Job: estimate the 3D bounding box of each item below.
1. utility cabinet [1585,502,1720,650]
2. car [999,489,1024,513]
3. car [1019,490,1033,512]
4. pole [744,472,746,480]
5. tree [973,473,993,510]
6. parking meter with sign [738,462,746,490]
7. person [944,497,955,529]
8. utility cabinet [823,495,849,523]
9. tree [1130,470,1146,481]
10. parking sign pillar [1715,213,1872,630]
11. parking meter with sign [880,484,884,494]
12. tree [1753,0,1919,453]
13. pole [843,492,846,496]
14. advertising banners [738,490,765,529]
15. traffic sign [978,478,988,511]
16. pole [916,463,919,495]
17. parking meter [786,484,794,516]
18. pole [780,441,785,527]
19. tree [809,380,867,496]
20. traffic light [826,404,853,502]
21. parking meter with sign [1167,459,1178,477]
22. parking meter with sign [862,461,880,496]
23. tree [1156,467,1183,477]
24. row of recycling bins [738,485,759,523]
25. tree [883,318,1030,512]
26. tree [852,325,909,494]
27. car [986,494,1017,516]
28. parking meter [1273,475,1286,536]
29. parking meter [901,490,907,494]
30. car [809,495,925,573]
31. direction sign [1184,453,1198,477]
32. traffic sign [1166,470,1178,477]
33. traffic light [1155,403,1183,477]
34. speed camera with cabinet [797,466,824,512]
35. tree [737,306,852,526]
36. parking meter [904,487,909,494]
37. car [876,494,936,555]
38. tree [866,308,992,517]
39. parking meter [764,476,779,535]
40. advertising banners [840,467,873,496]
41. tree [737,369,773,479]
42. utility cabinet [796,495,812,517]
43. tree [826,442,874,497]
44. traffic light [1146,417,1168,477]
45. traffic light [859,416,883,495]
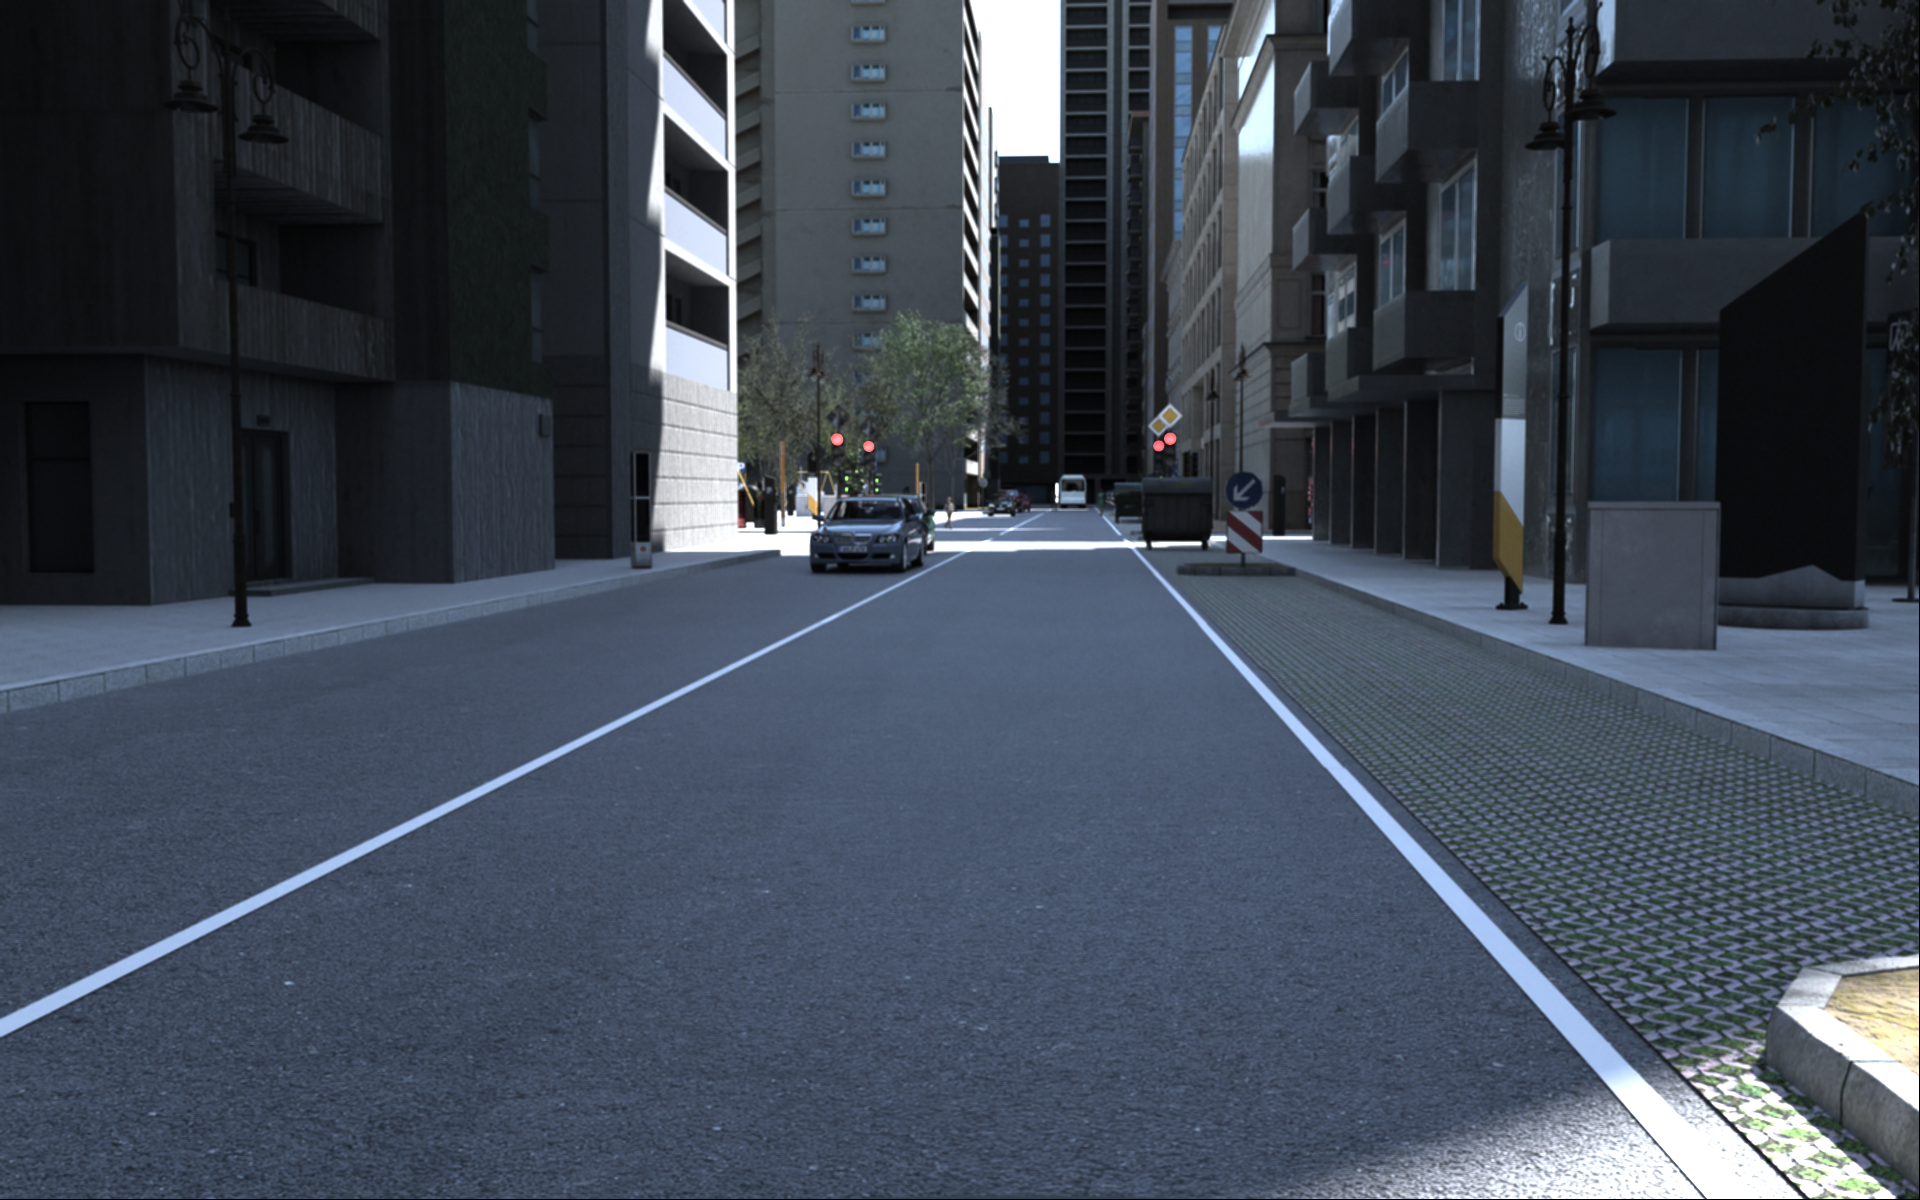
[{"bbox_3d":[5.797,-0.205,14.509,1.020,1.237,0.306,2,4,24],"label":"utility cabinet"},{"bbox_3d":[3.805,-7.635,133.499,2.281,1.827,5.304,0,4,4],"label":"car"},{"bbox_3d":[4.806,-8.021,140.191,2.155,1.783,4.494,0,4,2],"label":"car"},{"bbox_3d":[-15.932,-8.236,128.508,0.158,3.312,0.155,0,3,0],"label":"pole"},{"bbox_3d":[2.092,-9.108,143.518,1.663,3.219,1.824,0,3,0],"label":"tree"},{"bbox_3d":[-11.832,-5.964,93.765,0.543,3.016,1.738,-1,4,-9],"label":"parking meter with sign"},{"bbox_3d":[-0.429,-3.552,70.848,0.475,1.303,0.640,-3,5,-41],"label":"person"},{"bbox_3d":[-5.131,-3.699,71.638,1.020,1.237,0.306,0,4,2],"label":"utility cabinet"},{"bbox_3d":[14.637,-8.796,138.421,1.663,3.219,1.824,0,3,0],"label":"tree"},{"bbox_3d":[8.129,-1.740,16.917,1.447,3.967,1.447,3,5,39],"label":"parking sign pillar"},{"bbox_3d":[-6.161,-8.316,132.219,1.738,3.016,0.543,-1,4,-20],"label":"parking meter with sign"},{"bbox_3d":[6.621,-3.706,10.950,4.360,8.622,3.978,0,3,0],"label":"tree"},{"bbox_3d":[-5.714,-5.607,85.525,0.158,3.312,0.155,0,3,0],"label":"pole"},{"bbox_3d":[-8.158,-4.167,64.317,2.074,3.025,0.090,-1,4,-14],"label":"advertising banners"},{"bbox_3d":[1.781,-8.226,134.597,0.768,2.556,0.104,1,4,14],"label":"traffic sign"},{"bbox_3d":[-2.784,-7.283,112.928,0.158,3.312,0.155,0,3,0],"label":"pole"},{"bbox_3d":[-9.914,-5.832,101.061,0.399,1.863,0.255,-1,4,-19],"label":"parking meter"},{"bbox_3d":[-6.810,-4.448,66.562,0.158,3.312,0.155,0,3,0],"label":"pole"},{"bbox_3d":[-7.715,-9.782,110.290,4.737,8.622,4.395,0,3,0],"label":"tree"},{"bbox_3d":[-3.782,-3.994,54.225,0.839,4.253,0.868,0,4,4],"label":"traffic light"},{"bbox_3d":[10.331,-5.373,84.110,0.543,3.016,1.738,0,4,5],"label":"parking meter with sign"},{"bbox_3d":[-4.813,-5.716,89.716,0.543,3.016,1.738,1,4,17],"label":"parking meter with sign"},{"bbox_3d":[11.813,-6.290,97.435,1.663,3.219,1.824,0,3,0],"label":"tree"},{"bbox_3d":[-10.571,-4.378,78.696,3.534,1.692,1.069,2,4,31],"label":"row of recycling bins"},{"bbox_3d":[-0.519,-12.947,122.059,12.009,13.543,11.850,0,3,0],"label":"tree"},{"bbox_3d":[-4.024,-7.683,75.974,4.360,8.622,3.978,0,3,0],"label":"tree"},{"bbox_3d":[2.715,-6.258,112.110,2.009,1.686,4.222,0,4,4],"label":"car"},{"bbox_3d":[9.870,-2.926,53.550,0.255,1.863,0.399,3,4,37],"label":"parking meter"},{"bbox_3d":[-3.547,-6.216,110.048,0.372,1.533,0.369,0,3,0],"label":"parking meter"},{"bbox_3d":[-1.712,-1.295,33.178,2.014,1.417,4.499,0,4,5],"label":"car"},{"bbox_3d":[12.599,-6.277,94.627,0.876,3.537,0.379,-2,4,-24],"label":"direction sign"},{"bbox_3d":[10.555,-5.312,86.959,0.768,2.556,0.104,1,4,10],"label":"traffic sign"},{"bbox_3d":[6.455,-3.951,53.519,0.839,4.253,0.868,0,4,4],"label":"traffic light"},{"bbox_3d":[-10.652,-7.900,123.504,2.038,3.252,0.660,2,4,29],"label":"speed camera with cabinet"},{"bbox_3d":[-6.763,-7.238,68.706,4.360,8.622,3.978,0,3,0],"label":"tree"},{"bbox_3d":[-4.161,-7.849,134.036,0.399,1.863,0.255,1,4,15],"label":"parking meter"},{"bbox_3d":[-1.622,-1.882,42.568,2.131,1.459,4.920,0,4,3],"label":"car"},{"bbox_3d":[-1.768,-10.514,97.652,9.928,11.665,9.643,0,3,0],"label":"tree"},{"bbox_3d":[-5.942,-2.989,54.585,0.399,1.863,0.255,1,4,18],"label":"parking meter"},{"bbox_3d":[-4.915,-5.158,80.514,2.074,3.025,0.090,2,4,31],"label":"advertising banners"},{"bbox_3d":[-12.665,-9.041,98.181,4.737,8.622,4.395,0,3,0],"label":"tree"},{"bbox_3d":[-8.769,-5.294,97.726,1.020,1.237,0.306,1,4,22],"label":"utility cabinet"},{"bbox_3d":[-4.012,-4.253,64.131,1.663,3.219,1.824,0,3,0],"label":"tree"},{"bbox_3d":[7.020,-4.438,61.484,0.839,4.253,0.868,0,4,4],"label":"traffic light"},{"bbox_3d":[-3.217,-4.481,62.190,0.839,4.253,0.868,0,4,4],"label":"traffic light"}]
